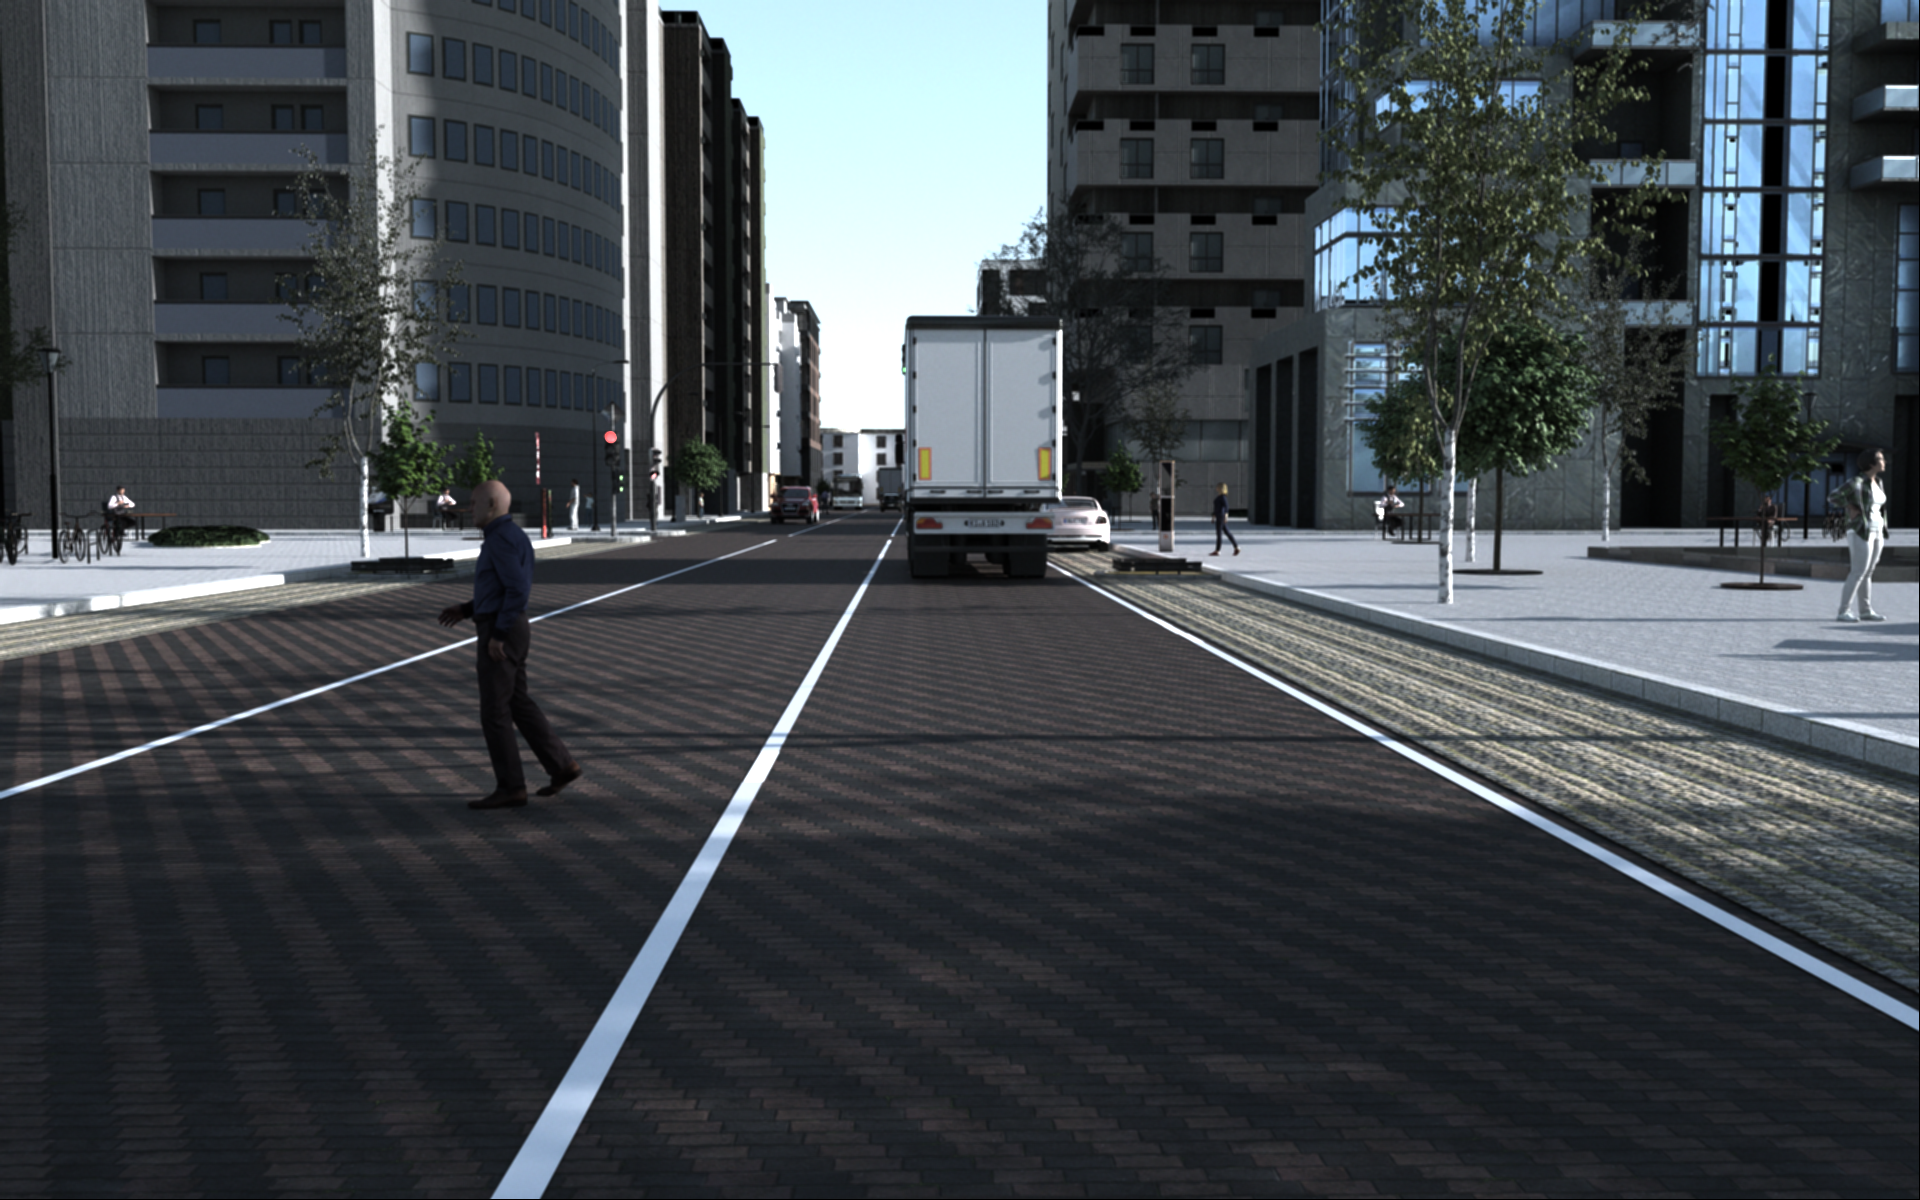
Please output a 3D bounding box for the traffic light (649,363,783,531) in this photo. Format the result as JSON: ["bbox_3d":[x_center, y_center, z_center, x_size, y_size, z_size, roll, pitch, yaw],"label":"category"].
[{"bbox_3d":[-8.528,-5.226,60.116,4.771,5.953,1.251,0,4,-1],"label":"traffic light"}]

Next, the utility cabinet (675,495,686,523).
[{"bbox_3d":[-12.610,-4.099,78.176,0.306,1.237,1.020,0,4,2],"label":"utility cabinet"}]

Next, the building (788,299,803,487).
[{"bbox_3d":[-23.088,-18.805,163.881,16.016,20.091,11.380,0,4,-1],"label":"building"}]

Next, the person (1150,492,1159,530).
[{"bbox_3d":[6.985,-3.165,61.701,0.435,1.345,0.340,0,4,6],"label":"person"}]

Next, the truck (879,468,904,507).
[{"bbox_3d":[-7.532,-12.230,188.879,2.839,4.237,11.283,0,4,-2],"label":"truck"}]

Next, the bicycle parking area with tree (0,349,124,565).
[{"bbox_3d":[-20.390,-2.827,33.228,8.231,4.147,9.016,0,4,-8],"label":"bicycle parking area with tree"}]

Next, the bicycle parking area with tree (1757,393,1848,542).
[{"bbox_3d":[26.255,-3.722,47.858,8.231,4.147,9.016,3,5,43],"label":"bicycle parking area with tree"}]

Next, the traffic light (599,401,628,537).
[{"bbox_3d":[-10.416,-3.861,52.046,0.839,4.253,0.868,0,4,-1],"label":"traffic light"}]

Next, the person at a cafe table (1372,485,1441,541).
[{"bbox_3d":[12.299,-2.448,48.537,1.698,1.524,1.622,-2,4,-31],"label":"person at a cafe table"}]

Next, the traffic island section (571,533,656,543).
[{"bbox_3d":[-10.456,-1.829,52.179,2.009,0.180,2.903,0,4,-1],"label":"traffic island section"}]

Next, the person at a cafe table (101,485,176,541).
[{"bbox_3d":[-23.086,-2.426,48.178,1.622,1.524,1.698,1,4,16],"label":"person at a cafe table"}]

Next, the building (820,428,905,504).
[{"bbox_3d":[-12.870,-17.241,224.036,28.070,9.664,9.099,0,4,-1],"label":"building"}]

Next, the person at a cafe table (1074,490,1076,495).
[{"bbox_3d":[5.975,-5.240,94.191,1.622,1.524,1.698,0,4,7],"label":"person at a cafe table"}]

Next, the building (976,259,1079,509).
[{"bbox_3d":[15.440,-19.797,167.661,27.936,21.610,32.646,0,4,-1],"label":"building"}]

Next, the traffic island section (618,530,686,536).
[{"bbox_3d":[-10.658,-2.317,60.162,2.009,0.180,2.903,0,4,-1],"label":"traffic island section"}]

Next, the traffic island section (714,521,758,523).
[{"bbox_3d":[-10.948,-3.795,84.908,1.991,0.108,1.994,0,4,-1],"label":"traffic island section"}]

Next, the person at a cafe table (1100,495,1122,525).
[{"bbox_3d":[5.886,-3.744,72.072,1.698,1.238,1.726,-1,4,-12],"label":"person at a cafe table"}]

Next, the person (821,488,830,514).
[{"bbox_3d":[-9.591,-7.087,124.243,0.709,1.838,0.599,2,4,28],"label":"person"}]

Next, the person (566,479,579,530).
[{"bbox_3d":[-13.756,-3.379,61.432,0.789,1.805,0.875,-1,4,-14],"label":"person"}]

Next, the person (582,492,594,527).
[{"bbox_3d":[-14.516,-3.524,67.570,0.340,1.345,0.435,2,4,23],"label":"person"}]

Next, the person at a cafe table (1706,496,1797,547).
[{"bbox_3d":[18.854,-1.837,40.893,1.726,1.238,1.698,-3,5,-39],"label":"person at a cafe table"}]

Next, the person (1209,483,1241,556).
[{"bbox_3d":[5.519,-1.683,36.104,0.613,1.512,0.480,-1,4,-14],"label":"person"}]

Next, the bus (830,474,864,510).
[{"bbox_3d":[-10.122,-9.901,156.744,2.948,3.499,13.247,0,4,-3],"label":"bus"}]

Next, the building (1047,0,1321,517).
[{"bbox_3d":[19.945,-31.935,111.382,28.713,52.752,27.495,0,4,-1],"label":"building"}]

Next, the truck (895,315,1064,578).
[{"bbox_3d":[0.185,-2.687,32.846,2.839,4.237,11.283,0,4,-2],"label":"truck"}]

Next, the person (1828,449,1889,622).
[{"bbox_3d":[9.141,-0.659,17.535,0.841,1.734,0.376,-2,4,-29],"label":"person"}]

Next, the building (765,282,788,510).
[{"bbox_3d":[-23.848,-18.101,152.379,16.016,20.091,11.380,0,4,-1],"label":"building"}]

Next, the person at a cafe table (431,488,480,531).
[{"bbox_3d":[-17.958,-3.235,61.406,1.622,1.524,1.698,1,4,21],"label":"person at a cafe table"}]

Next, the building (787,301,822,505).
[{"bbox_3d":[-32.625,-21.566,196.579,32.646,21.610,27.936,0,4,-1],"label":"building"}]

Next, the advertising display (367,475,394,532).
[{"bbox_3d":[-19.768,-3.284,58.907,0.974,1.923,0.123,0,4,0],"label":"advertising display"}]

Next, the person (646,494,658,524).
[{"bbox_3d":[-12.997,-3.964,73.127,0.482,1.546,0.388,0,4,2],"label":"person"}]

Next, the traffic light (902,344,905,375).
[{"bbox_3d":[0.632,-4.742,52.198,4.771,5.953,1.251,0,4,-1],"label":"traffic light"}]

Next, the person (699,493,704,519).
[{"bbox_3d":[-13.135,-4.783,88.154,0.340,1.345,0.435,-1,4,-13],"label":"person"}]

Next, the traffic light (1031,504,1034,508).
[{"bbox_3d":[2.519,-4.370,60.374,0.839,4.253,0.868,0,4,-1],"label":"traffic light"}]

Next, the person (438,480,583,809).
[{"bbox_3d":[-2.146,0.194,8.015,0.600,1.496,0.574,1,4,16],"label":"person"}]
